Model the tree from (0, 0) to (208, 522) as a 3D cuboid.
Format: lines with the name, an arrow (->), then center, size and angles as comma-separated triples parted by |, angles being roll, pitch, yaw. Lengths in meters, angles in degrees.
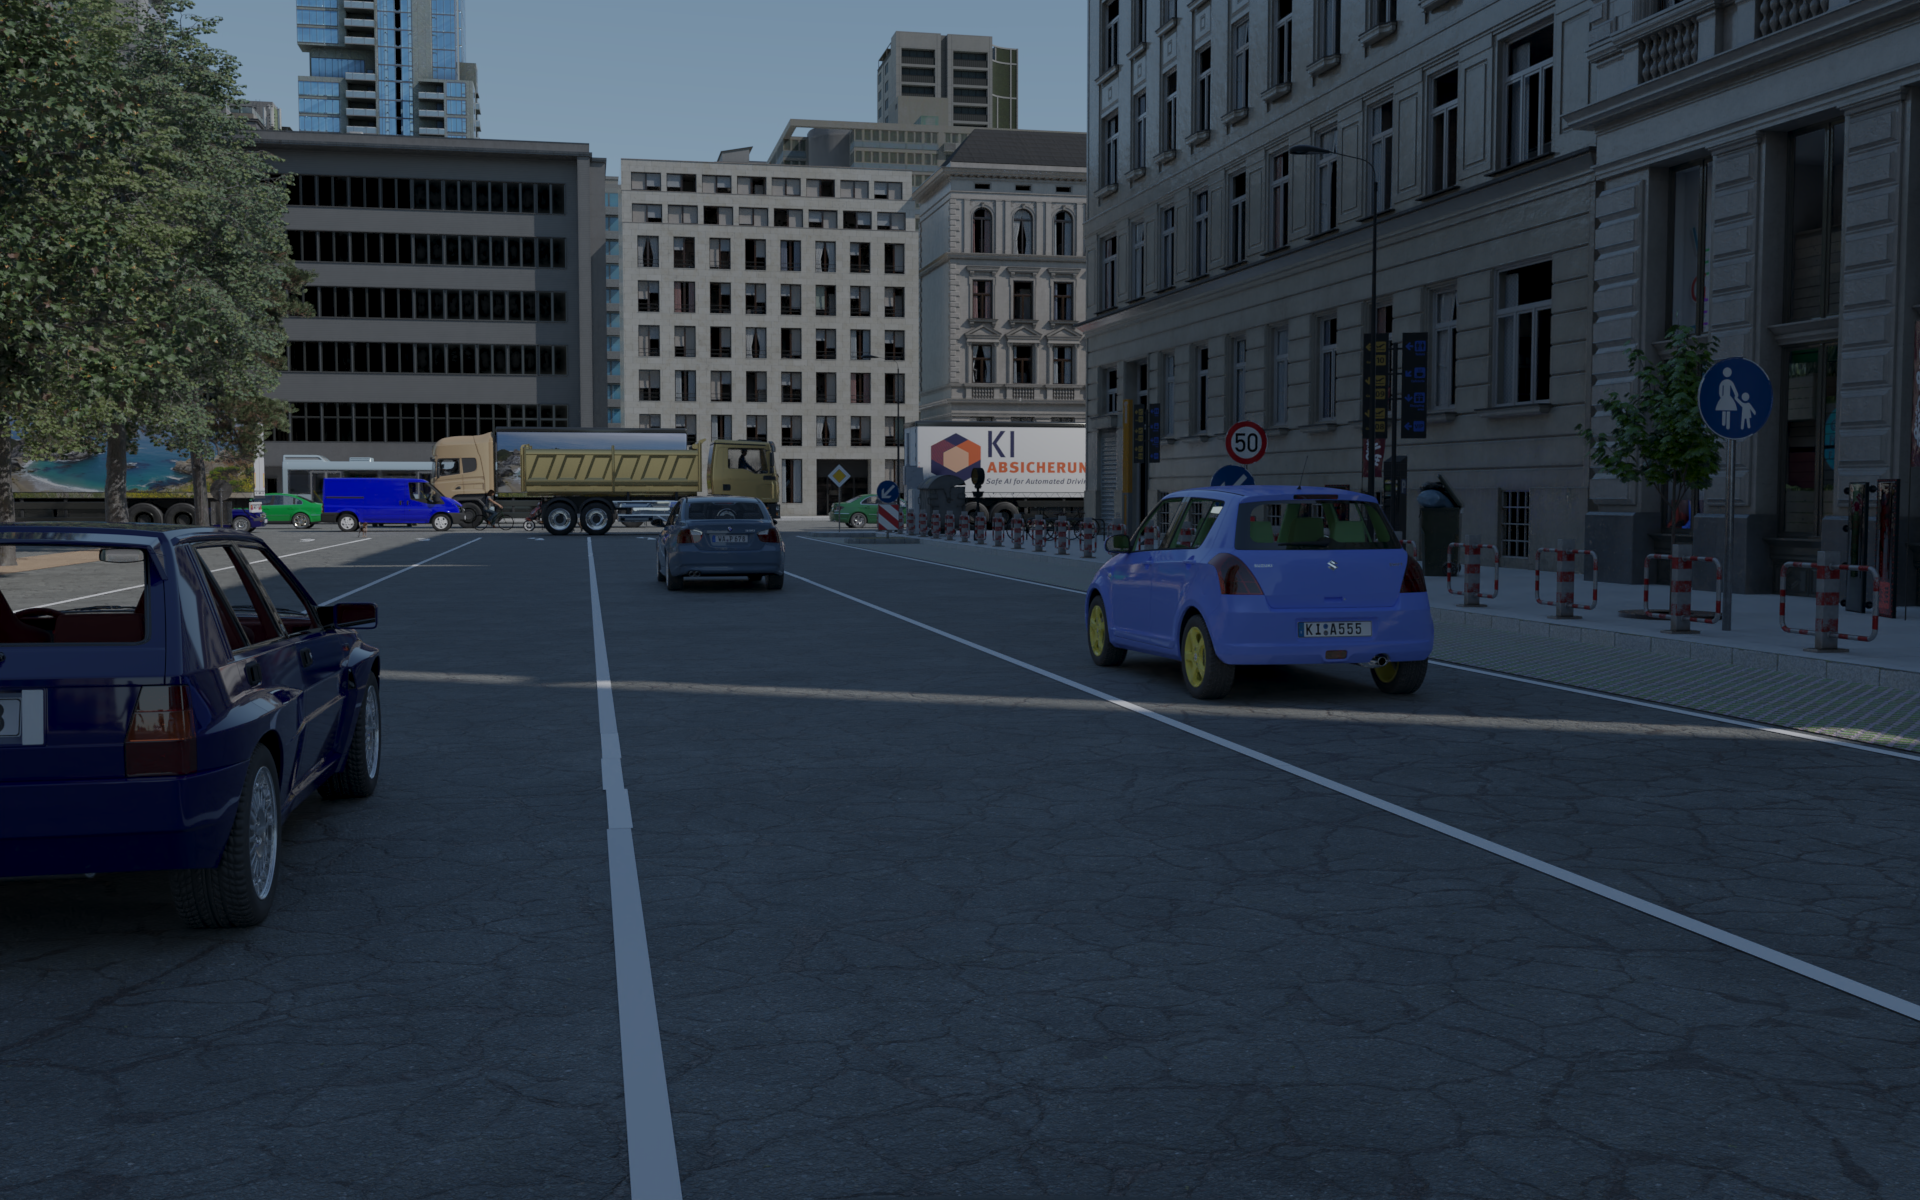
tree -> -19.171, -6.963, 34.436 | 7.486, 12.596, 7.792 | 0, 3, 0

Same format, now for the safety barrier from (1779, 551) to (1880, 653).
safety barrier -> 7.041, 0.013, 14.058 | 0.300, 0.817, 1.120 | -1, 4, -12

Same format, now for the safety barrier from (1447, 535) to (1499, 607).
safety barrier -> 5.822, -0.331, 19.684 | 0.300, 0.817, 1.120 | -1, 4, -12

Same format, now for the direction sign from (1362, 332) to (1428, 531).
direction sign -> 6.113, -1.982, 24.405 | 0.876, 3.537, 0.379 | 1, 4, 14

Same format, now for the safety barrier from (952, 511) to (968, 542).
safety barrier -> 0.124, -1.937, 45.951 | 0.300, 0.817, 1.120 | -1, 4, -12

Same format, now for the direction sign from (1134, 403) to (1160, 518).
direction sign -> 4.693, -3.152, 43.539 | 0.379, 3.537, 0.876 | -3, 5, -40

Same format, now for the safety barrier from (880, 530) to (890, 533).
safety barrier -> -2.319, -2.627, 57.224 | 0.300, 0.817, 1.120 | -1, 4, -12

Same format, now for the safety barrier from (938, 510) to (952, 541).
safety barrier -> -0.280, -2.052, 47.825 | 0.300, 0.817, 1.120 | -1, 4, -12

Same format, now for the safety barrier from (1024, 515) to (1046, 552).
safety barrier -> 1.752, -1.479, 38.450 | 0.300, 0.817, 1.120 | -1, 4, -12

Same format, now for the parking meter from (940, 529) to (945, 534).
parking meter -> -0.590, -2.893, 55.715 | 0.372, 1.533, 0.369 | 0, 3, 0

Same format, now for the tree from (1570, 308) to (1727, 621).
tree -> 7.509, -1.432, 18.012 | 1.663, 3.219, 1.824 | 0, 3, 0

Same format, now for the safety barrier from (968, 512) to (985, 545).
safety barrier -> 0.530, -1.823, 44.073 | 0.300, 0.817, 1.120 | -1, 4, -12

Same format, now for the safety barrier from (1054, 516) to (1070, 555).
safety barrier -> 2.158, -1.364, 36.577 | 0.300, 0.817, 1.120 | -1, 4, -12

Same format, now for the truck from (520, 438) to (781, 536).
truck -> -10.481, -4.004, 61.397 | 9.791, 3.379, 3.469 | -1, 4, -12

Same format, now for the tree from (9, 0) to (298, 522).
tree -> -21.110, -8.185, 42.932 | 9.857, 13.997, 8.962 | 0, 3, 0

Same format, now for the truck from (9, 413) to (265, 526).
truck -> -29.680, -4.263, 58.614 | 11.283, 4.237, 2.839 | -1, 4, -14

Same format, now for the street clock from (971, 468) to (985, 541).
street clock -> 0.494, -2.628, 47.540 | 0.358, 2.002, 0.471 | -1, 4, -23

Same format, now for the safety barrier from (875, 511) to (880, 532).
safety barrier -> -2.732, -2.742, 59.106 | 0.300, 0.817, 1.120 | -1, 4, -12

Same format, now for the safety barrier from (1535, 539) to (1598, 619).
safety barrier -> 6.225, -0.216, 17.804 | 0.300, 0.817, 1.120 | -1, 4, -12

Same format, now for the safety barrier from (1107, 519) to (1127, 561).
safety barrier -> 2.971, -1.134, 32.817 | 0.300, 0.817, 1.120 | -1, 4, -12

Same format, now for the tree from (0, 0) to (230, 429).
tree -> -16.633, -6.525, 26.148 | 9.611, 12.733, 9.660 | 0, 3, 0

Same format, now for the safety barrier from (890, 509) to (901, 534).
safety barrier -> -1.913, -2.512, 55.344 | 0.300, 0.817, 1.120 | -1, 4, -12

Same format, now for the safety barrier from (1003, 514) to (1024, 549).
safety barrier -> 1.342, -1.593, 40.323 | 0.300, 0.817, 1.120 | -1, 4, -12

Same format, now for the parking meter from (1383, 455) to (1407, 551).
parking meter -> 6.557, -1.249, 26.125 | 0.255, 1.863, 0.399 | 2, 4, 34

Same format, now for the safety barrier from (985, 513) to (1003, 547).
safety barrier -> 0.934, -1.708, 42.199 | 0.300, 0.817, 1.120 | -1, 4, -12

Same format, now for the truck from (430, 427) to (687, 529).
truck -> -17.347, -5.189, 73.748 | 11.283, 4.237, 2.839 | -1, 4, -13

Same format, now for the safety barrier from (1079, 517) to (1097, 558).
safety barrier -> 2.563, -1.249, 34.699 | 0.300, 0.817, 1.120 | -1, 4, -12

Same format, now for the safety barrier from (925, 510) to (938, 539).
safety barrier -> -0.689, -2.167, 49.706 | 0.300, 0.817, 1.120 | -1, 4, -12

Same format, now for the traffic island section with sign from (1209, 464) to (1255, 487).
traffic island section with sign -> 3.394, -0.938, 23.967 | 1.989, 1.847, 2.006 | -1, 4, -12

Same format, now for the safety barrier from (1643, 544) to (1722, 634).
safety barrier -> 6.635, -0.101, 15.931 | 0.300, 0.817, 1.120 | -1, 4, -12

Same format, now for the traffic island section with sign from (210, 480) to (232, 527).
traffic island section with sign -> -23.295, -2.825, 54.318 | 2.006, 1.907, 1.989 | -1, 4, -12

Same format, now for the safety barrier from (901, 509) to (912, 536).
safety barrier -> -1.509, -2.397, 53.463 | 0.300, 0.817, 1.120 | -1, 4, -12

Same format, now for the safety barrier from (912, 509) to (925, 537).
safety barrier -> -1.099, -2.282, 51.588 | 0.300, 0.817, 1.120 | -1, 4, -12

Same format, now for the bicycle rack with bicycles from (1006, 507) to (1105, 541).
bicycle rack with bicycles -> 2.717, -2.112, 47.919 | 2.925, 0.926, 2.852 | -1, 4, -9

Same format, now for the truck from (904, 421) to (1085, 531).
truck -> 3.515, -4.869, 68.524 | 11.283, 4.237, 2.839 | -1, 4, -13

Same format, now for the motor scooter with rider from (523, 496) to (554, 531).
motor scooter with rider -> -15.771, -3.520, 66.522 | 1.986, 1.779, 0.876 | -1, 4, -13

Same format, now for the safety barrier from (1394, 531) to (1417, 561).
safety barrier -> 5.414, -0.446, 21.565 | 0.300, 0.817, 1.120 | -1, 4, -12

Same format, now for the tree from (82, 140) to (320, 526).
tree -> -22.652, -7.751, 51.239 | 6.751, 12.117, 7.091 | 0, 3, 0

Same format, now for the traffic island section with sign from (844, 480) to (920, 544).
traffic island section with sign -> -2.325, -2.549, 50.311 | 1.989, 1.847, 2.006 | -1, 4, -12

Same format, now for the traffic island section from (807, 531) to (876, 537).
traffic island section -> -4.034, -2.199, 58.235 | 2.009, 0.180, 2.903 | -1, 4, -12
